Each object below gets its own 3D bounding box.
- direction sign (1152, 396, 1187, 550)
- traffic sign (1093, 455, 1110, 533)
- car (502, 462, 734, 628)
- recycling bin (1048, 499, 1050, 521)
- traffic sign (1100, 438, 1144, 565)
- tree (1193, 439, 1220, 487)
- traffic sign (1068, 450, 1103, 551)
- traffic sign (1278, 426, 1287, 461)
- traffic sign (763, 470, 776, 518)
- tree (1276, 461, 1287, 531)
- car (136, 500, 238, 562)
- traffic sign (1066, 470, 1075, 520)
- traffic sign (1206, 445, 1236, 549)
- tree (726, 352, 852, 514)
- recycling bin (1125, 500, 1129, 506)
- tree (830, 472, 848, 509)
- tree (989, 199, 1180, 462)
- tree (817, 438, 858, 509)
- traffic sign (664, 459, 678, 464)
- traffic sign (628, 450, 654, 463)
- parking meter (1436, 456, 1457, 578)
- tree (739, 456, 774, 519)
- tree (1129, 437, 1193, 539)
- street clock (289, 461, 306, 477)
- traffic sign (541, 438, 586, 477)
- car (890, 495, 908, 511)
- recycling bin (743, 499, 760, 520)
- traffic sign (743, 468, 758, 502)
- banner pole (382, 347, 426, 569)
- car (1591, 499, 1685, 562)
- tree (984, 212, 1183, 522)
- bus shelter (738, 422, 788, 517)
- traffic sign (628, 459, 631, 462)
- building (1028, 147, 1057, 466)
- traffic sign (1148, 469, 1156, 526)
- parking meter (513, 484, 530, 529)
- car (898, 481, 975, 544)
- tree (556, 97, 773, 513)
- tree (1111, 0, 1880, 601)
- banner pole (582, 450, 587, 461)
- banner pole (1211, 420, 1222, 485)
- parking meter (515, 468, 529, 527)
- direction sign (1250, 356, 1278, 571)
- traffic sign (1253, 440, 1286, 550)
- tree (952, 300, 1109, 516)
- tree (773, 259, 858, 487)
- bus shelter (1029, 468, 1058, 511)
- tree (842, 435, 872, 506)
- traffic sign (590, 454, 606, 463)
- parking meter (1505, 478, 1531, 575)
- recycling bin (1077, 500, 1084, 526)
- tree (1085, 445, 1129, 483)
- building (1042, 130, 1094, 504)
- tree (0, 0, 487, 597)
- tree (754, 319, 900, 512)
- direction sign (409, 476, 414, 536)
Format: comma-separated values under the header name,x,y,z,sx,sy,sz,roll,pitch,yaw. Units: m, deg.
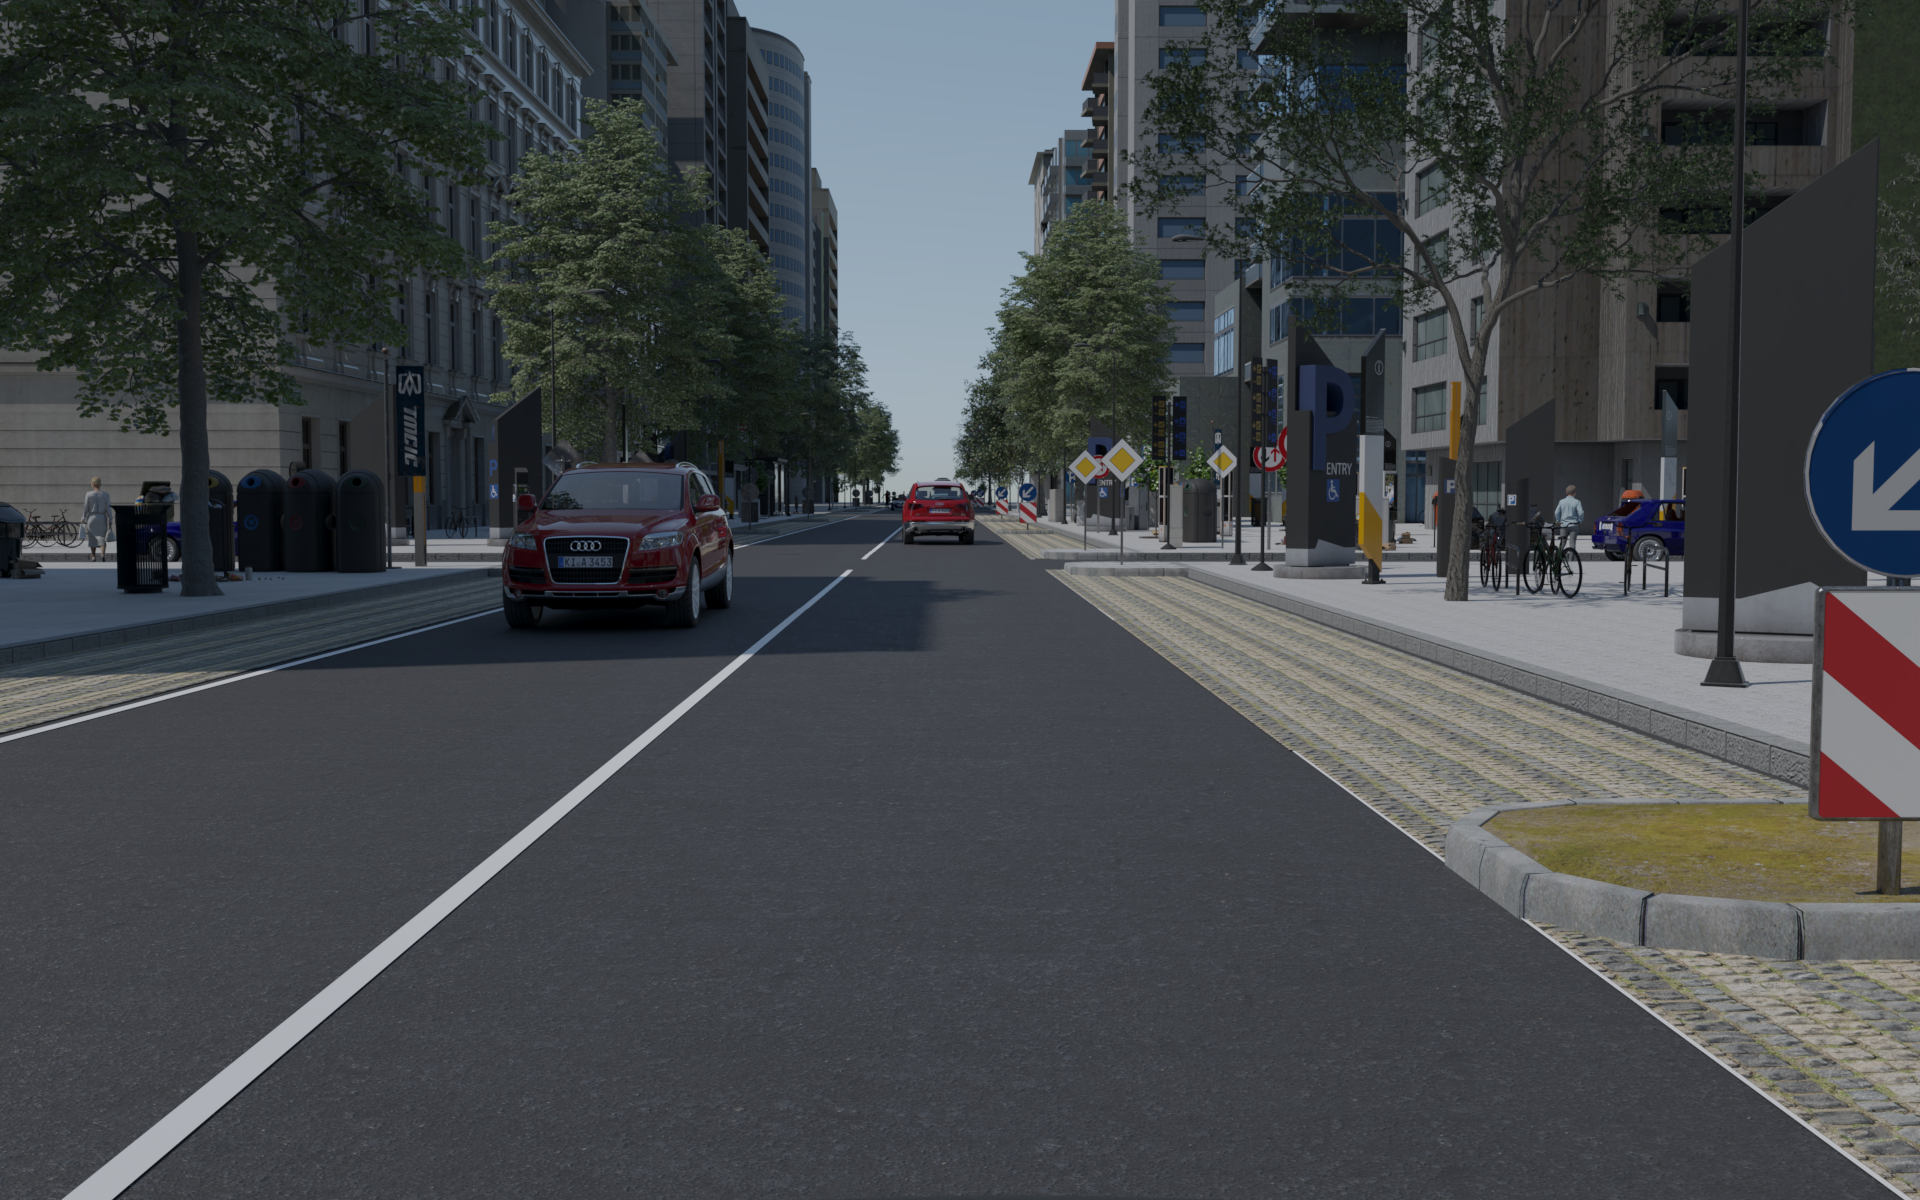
name,x,y,z,sx,sy,sz,roll,pitch,yaw
direction sign,4.826,-2.937,40.016,0.876,3.537,0.379,-1,4,-20
traffic sign,4.532,-3.461,56.698,0.768,2.556,0.104,0,4,3
car,-3.865,-0.707,20.237,2.281,1.827,5.304,0,4,-1
recycling bin,4.601,-4.249,82.028,0.722,1.027,0.722,1,4,21
traffic sign,2.919,-1.688,31.237,0.795,2.450,0.064,0,4,-1
tree,8.508,-4.070,61.152,1.663,3.219,1.824,0,3,0
traffic sign,2.837,-2.176,39.221,0.795,2.450,0.064,0,4,-1
traffic sign,5.933,-1.847,30.311,0.768,2.556,0.104,0,4,4
traffic sign,-10.053,-5.560,91.008,0.768,2.556,0.104,0,4,4
tree,11.773,-4.019,60.312,1.663,3.219,1.824,0,3,0
car,-14.793,-1.402,35.501,3.894,1.354,1.945,0,4,-1
traffic sign,5.532,-5.256,86.037,0.768,2.556,0.104,0,4,5
traffic sign,6.152,-2.406,40.528,0.795,2.450,0.064,0,4,4
tree,-10.913,-10.717,109.637,8.767,10.594,7.601,0,4,2
recycling bin,6.906,-3.481,69.468,0.722,1.027,0.722,-2,4,-25
tree,-10.752,-9.483,149.649,1.663,3.219,1.824,0,3,0
tree,4.842,-9.129,67.388,7.486,12.596,7.792,0,3,0
tree,-10.648,-11.916,145.187,4.360,8.622,3.978,0,3,0
traffic sign,-10.528,-3.862,63.253,0.768,2.556,0.104,0,4,5
traffic sign,-7.207,-2.171,39.139,0.795,2.450,0.064,0,4,-1
parking meter,7.550,-1.279,26.622,0.399,1.863,0.255,1,4,9
tree,-10.450,-5.770,88.936,1.663,3.219,1.824,0,3,0
tree,5.560,-3.399,50.173,1.663,3.219,1.824,0,3,0
street clock,-14.638,-2.064,38.324,0.358,2.002,0.471,-3,5,-41
traffic sign,-7.125,-1.683,31.154,0.795,2.450,0.064,0,4,-1
car,-5.186,-8.519,151.859,1.945,1.354,3.894,0,4,-1
recycling bin,-10.476,-4.548,86.906,0.722,1.027,0.722,-1,4,-21
traffic sign,-10.318,-5.216,85.390,0.768,2.556,0.104,0,4,8
banner pole,-9.580,-2.428,29.721,0.863,3.779,0.401,-1,4,-10
car,15.130,-1.404,35.539,3.894,1.354,1.945,0,4,0
tree,5.468,-10.593,79.852,9.857,13.997,8.962,0,3,0
bus shelter,-11.330,-7.429,99.089,2.179,5.291,8.768,0,4,-1
traffic sign,-11.835,-3.818,62.530,0.768,2.556,0.104,0,4,5
building,25.147,-40.982,259.285,28.713,52.752,27.495,0,4,-1
traffic sign,6.377,-3.371,56.307,0.795,2.450,0.064,0,4,2
parking meter,-10.353,-1.986,40.887,0.372,1.533,0.369,0,3,0
car,-0.674,-2.576,50.787,2.281,1.827,5.304,0,4,-3
tree,-10.059,-8.047,49.694,7.486,12.596,7.792,0,3,0
tree,5.895,-5.245,20.169,8.767,10.594,7.601,1,4,8
banner pole,-15.839,-5.082,73.103,0.401,3.779,0.863,0,4,6
banner pole,8.669,-4.205,58.773,0.401,3.779,0.863,-1,4,-21
parking meter,-9.692,-1.995,38.333,0.255,1.863,0.399,-1,4,-21
direction sign,5.065,-2.258,28.919,0.379,3.537,0.876,3,4,38
traffic sign,7.102,-2.425,39.751,0.768,2.556,0.104,0,4,5
tree,4.677,-11.279,101.419,9.611,12.733,9.660,0,3,0
tree,-9.830,-9.490,73.292,7.486,12.596,7.792,0,3,0
bus shelter,5.357,-7.186,111.417,2.014,3.302,5.546,0,4,0
tree,-11.730,-14.625,189.483,4.737,8.622,4.395,0,3,0
traffic sign,-11.315,-3.334,54.610,0.768,2.556,0.104,0,4,2
parking meter,8.908,-1.176,27.644,0.372,1.533,0.369,0,3,0
recycling bin,5.164,-3.505,69.865,0.722,1.027,0.722,2,4,25
tree,7.462,-6.452,89.211,4.285,4.588,4.351,0,3,0
building,22.367,-37.286,229.238,23.786,49.044,30.456,0,4,-1
tree,-9.460,-6.296,21.069,7.486,12.596,7.792,0,3,0
tree,-11.068,-13.450,126.559,9.857,13.997,8.962,0,3,0
direction sign,-16.855,-3.760,53.467,0.876,3.537,0.379,2,4,33
